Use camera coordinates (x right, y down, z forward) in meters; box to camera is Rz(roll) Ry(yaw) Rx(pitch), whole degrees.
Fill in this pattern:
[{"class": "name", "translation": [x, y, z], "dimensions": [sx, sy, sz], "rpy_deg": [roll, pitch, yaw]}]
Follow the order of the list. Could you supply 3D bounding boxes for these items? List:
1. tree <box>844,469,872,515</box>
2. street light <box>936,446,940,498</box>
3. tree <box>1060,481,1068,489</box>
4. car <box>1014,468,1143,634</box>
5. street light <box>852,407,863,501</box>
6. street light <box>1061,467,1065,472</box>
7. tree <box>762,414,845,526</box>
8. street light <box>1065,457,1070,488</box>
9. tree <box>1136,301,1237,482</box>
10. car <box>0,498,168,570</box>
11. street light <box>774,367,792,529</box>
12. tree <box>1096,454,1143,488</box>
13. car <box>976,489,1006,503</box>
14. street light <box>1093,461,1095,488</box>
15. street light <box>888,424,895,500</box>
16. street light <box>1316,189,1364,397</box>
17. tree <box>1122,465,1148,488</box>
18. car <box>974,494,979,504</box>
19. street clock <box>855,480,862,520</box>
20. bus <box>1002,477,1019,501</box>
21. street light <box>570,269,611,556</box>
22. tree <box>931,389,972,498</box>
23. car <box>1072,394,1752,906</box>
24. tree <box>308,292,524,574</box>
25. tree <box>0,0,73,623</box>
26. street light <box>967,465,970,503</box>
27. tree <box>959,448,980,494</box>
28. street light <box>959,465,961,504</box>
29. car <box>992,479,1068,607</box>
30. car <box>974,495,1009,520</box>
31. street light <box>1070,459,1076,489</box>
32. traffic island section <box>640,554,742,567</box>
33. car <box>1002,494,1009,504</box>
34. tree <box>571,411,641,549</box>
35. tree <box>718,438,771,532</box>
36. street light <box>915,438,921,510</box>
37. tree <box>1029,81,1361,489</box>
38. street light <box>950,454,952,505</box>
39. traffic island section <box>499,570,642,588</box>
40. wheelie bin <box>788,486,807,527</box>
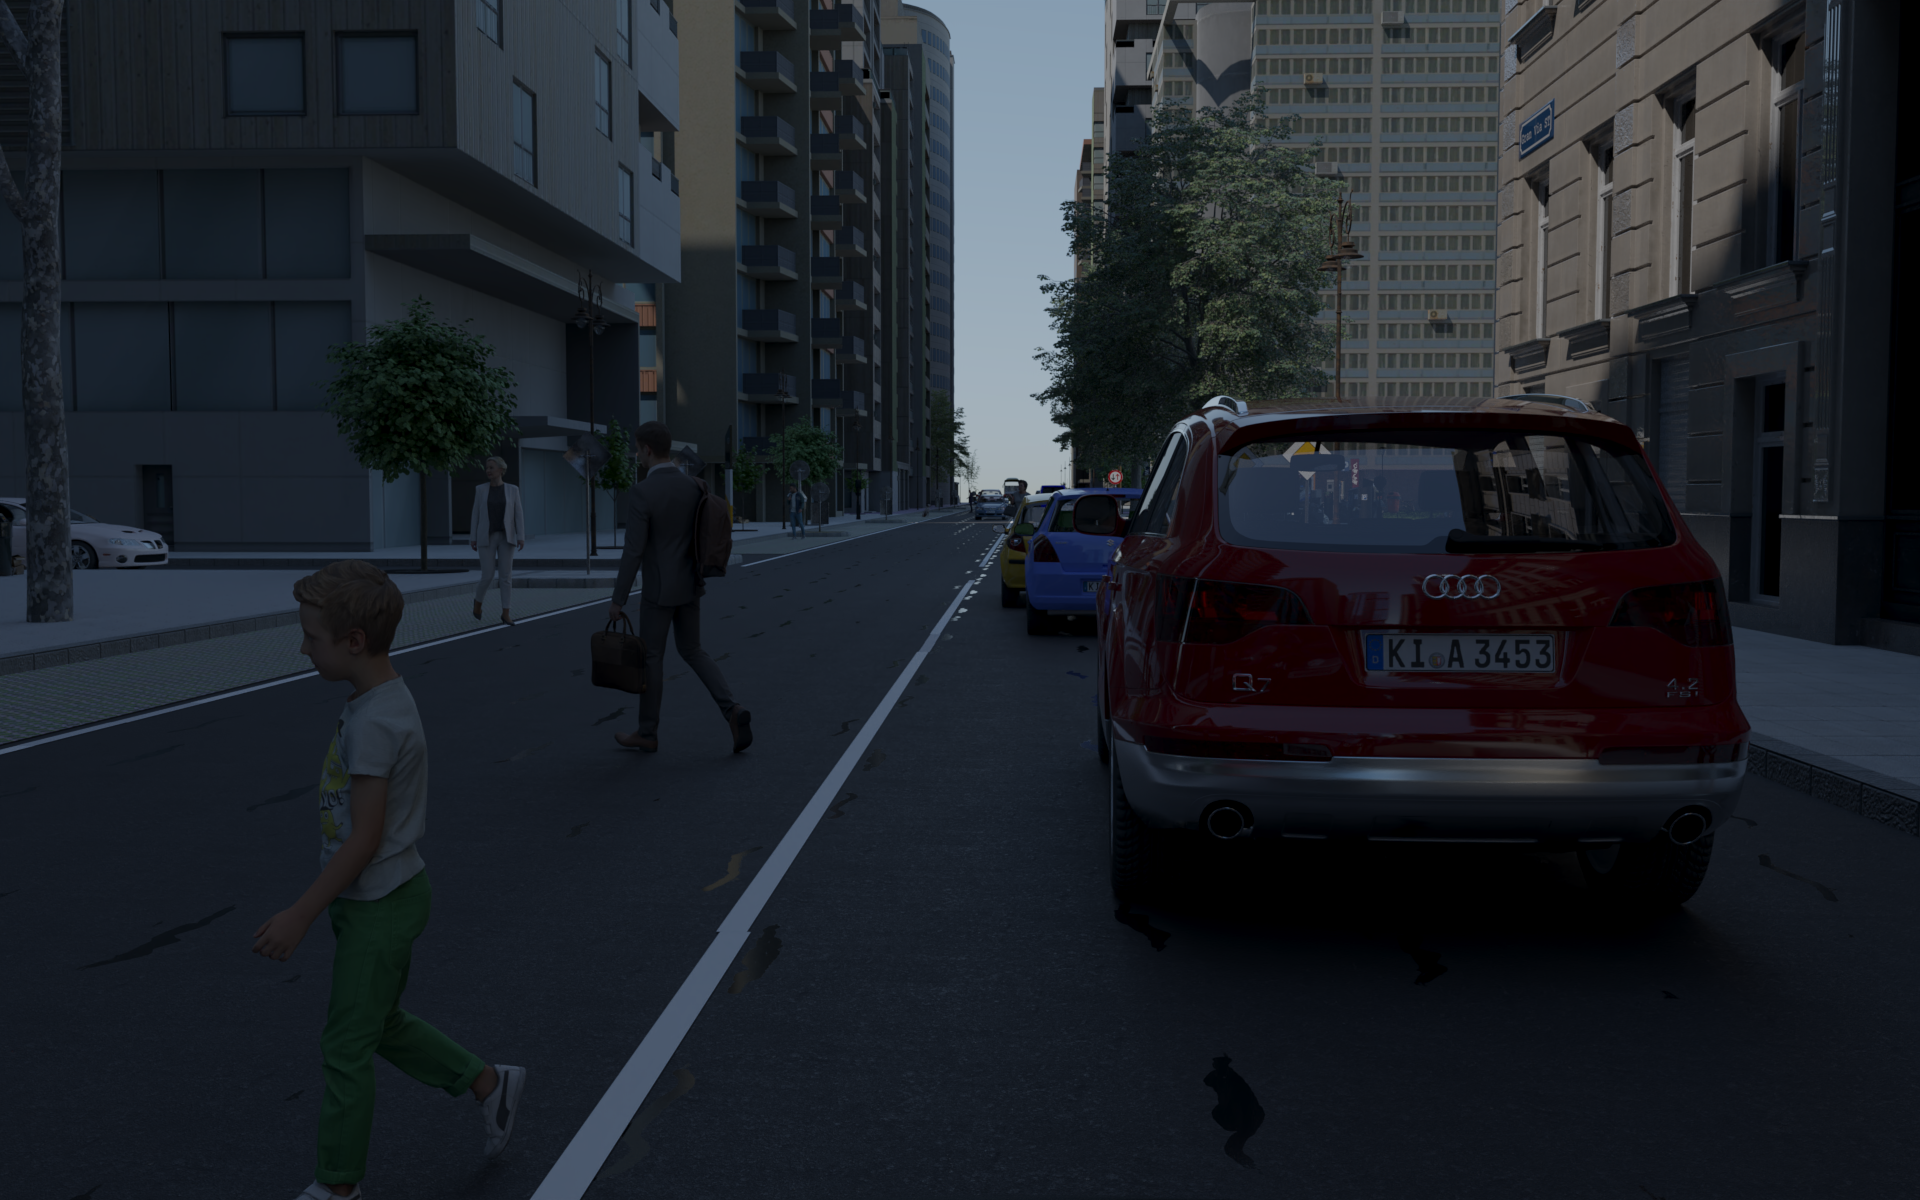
[{"class": "tree", "translation": [-6.566, -6.980, 108.729], "dimensions": [1.663, 3.219, 1.824], "rpy_deg": [0, 3, 0]}, {"class": "street light", "translation": [-2.167, -11.885, 167.109], "dimensions": [0.468, 5.910, 1.993], "rpy_deg": [0, 4, 2]}, {"class": "tree", "translation": [15.843, -16.594, 265.915], "dimensions": [1.663, 3.219, 1.824], "rpy_deg": [0, 3, 0]}, {"class": "car", "translation": [1.556, -0.572, 18.952], "dimensions": [1.945, 1.707, 3.694], "rpy_deg": [0, 4, 2]}, {"class": "street light", "translation": [-5.362, -7.199, 90.499], "dimensions": [0.468, 5.910, 1.993], "rpy_deg": [0, 4, 2]}, {"class": "street light", "translation": [14.654, -16.440, 241.586], "dimensions": [0.468, 5.910, 1.993], "rpy_deg": [0, 4, 2]}, {"class": "tree", "translation": [-6.372, -5.322, 70.729], "dimensions": [4.285, 4.588, 4.351], "rpy_deg": [0, 3, 0]}, {"class": "street light", "translation": [13.555, -14.759, 214.090], "dimensions": [0.468, 5.910, 1.993], "rpy_deg": [0, 4, 2]}, {"class": "tree", "translation": [8.317, -6.962, 64.188], "dimensions": [4.360, 8.622, 3.978], "rpy_deg": [0, 3, 0]}, {"class": "car", "translation": [-16.682, -1.138, 30.973], "dimensions": [4.827, 1.381, 2.083], "rpy_deg": [0, 4, 4]}, {"class": "street light", "translation": [-6.409, -5.512, 62.904], "dimensions": [0.468, 5.910, 1.993], "rpy_deg": [0, 4, 2]}, {"class": "tree", "translation": [10.484, -7.784, 110.978], "dimensions": [4.285, 4.588, 4.351], "rpy_deg": [0, 3, 0]}, {"class": "car", "translation": [2.301, -7.388, 129.459], "dimensions": [2.281, 1.827, 5.304], "rpy_deg": [0, 4, 0]}, {"class": "street light", "translation": [10.091, -9.647, 130.519], "dimensions": [0.468, 5.910, 1.993], "rpy_deg": [0, 4, 2]}, {"class": "street light", "translation": [-4.484, -8.545, 112.497], "dimensions": [0.468, 5.910, 1.993], "rpy_deg": [0, 4, 2]}, {"class": "street light", "translation": [5.815, -3.294, 26.645], "dimensions": [0.468, 5.910, 1.993], "rpy_deg": [0, 4, 2]}, {"class": "tree", "translation": [9.796, -6.323, 97.979], "dimensions": [1.663, 3.219, 1.824], "rpy_deg": [0, 3, 0]}, {"class": "car", "translation": [2.865, -13.879, 237.147], "dimensions": [2.015, 1.641, 3.980], "rpy_deg": [0, 4, 4]}, {"class": "street clock", "translation": [-5.097, -5.032, 86.850], "dimensions": [0.358, 2.002, 0.471], "rpy_deg": [-1, 4, -17]}, {"class": "bus", "translation": [7.869, -16.462, 260.692], "dimensions": [2.896, 3.916, 12.252], "rpy_deg": [0, 4, 2]}, {"class": "street light", "translation": [-7.601, -3.852, 35.776], "dimensions": [0.468, 5.910, 1.993], "rpy_deg": [0, 4, 2]}, {"class": "tree", "translation": [-2.480, -16.448, 187.057], "dimensions": [7.486, 12.596, 7.792], "rpy_deg": [0, 3, 0]}, {"class": "car", "translation": [1.635, 0.064, 7.620], "dimensions": [2.281, 1.827, 5.304], "rpy_deg": [0, 4, 4]}, {"class": "tree", "translation": [-8.890, -2.728, 28.311], "dimensions": [4.285, 4.588, 4.351], "rpy_deg": [0, 3, 0]}, {"class": "tree", "translation": [-10.189, -9.912, 17.954], "dimensions": [12.611, 20.169, 13.585], "rpy_deg": [0, 3, 0]}, {"class": "street light", "translation": [1.274, -16.964, 250.155], "dimensions": [0.468, 5.910, 1.993], "rpy_deg": [0, 4, 2]}, {"class": "tree", "translation": [1.471, -19.379, 267.203], "dimensions": [4.360, 8.622, 3.978], "rpy_deg": [0, 3, 0]}, {"class": "street light", "translation": [0.030, -15.288, 222.747], "dimensions": [0.468, 5.910, 1.993], "rpy_deg": [0, 4, 2]}, {"class": "car", "translation": [1.427, -0.802, 23.336], "dimensions": [2.015, 1.641, 3.980], "rpy_deg": [0, 4, 3]}, {"class": "car", "translation": [1.792, -5.224, 97.412], "dimensions": [2.014, 1.417, 4.499], "rpy_deg": [0, 4, 4]}, {"class": "street light", "translation": [12.306, -13.017, 185.623], "dimensions": [0.468, 5.910, 1.993], "rpy_deg": [0, 4, 2]}, {"class": "traffic island section", "translation": [-5.618, -0.814, 35.585], "dimensions": [2.009, 0.180, 2.903], "rpy_deg": [0, 4, 2]}, {"class": "car", "translation": [4.887, -11.994, 208.103], "dimensions": [2.014, 1.417, 4.499], "rpy_deg": [0, 4, 0]}, {"class": "tree", "translation": [-8.047, -2.821, 40.721], "dimensions": [1.663, 3.219, 1.824], "rpy_deg": [0, 3, 0]}, {"class": "tree", "translation": [-7.546, -3.983, 59.723], "dimensions": [1.663, 3.219, 1.824], "rpy_deg": [0, 3, 0]}, {"class": "street light", "translation": [-3.414, -10.219, 139.873], "dimensions": [0.468, 5.910, 1.993], "rpy_deg": [0, 4, 2]}, {"class": "tree", "translation": [7.500, -8.993, 53.696], "dimensions": [9.857, 13.997, 8.962], "rpy_deg": [0, 3, 0]}, {"class": "street light", "translation": [-1.044, -13.629, 195.614], "dimensions": [0.468, 5.910, 1.993], "rpy_deg": [0, 4, 2]}, {"class": "traffic island section", "translation": [-5.944, -0.326, 27.607], "dimensions": [2.009, 0.180, 2.903], "rpy_deg": [0, 4, 2]}, {"class": "wheelie bin", "translation": [-6.390, -3.674, 67.978], "dimensions": [0.693, 1.594, 0.980], "rpy_deg": [0, 4, 4]}]
